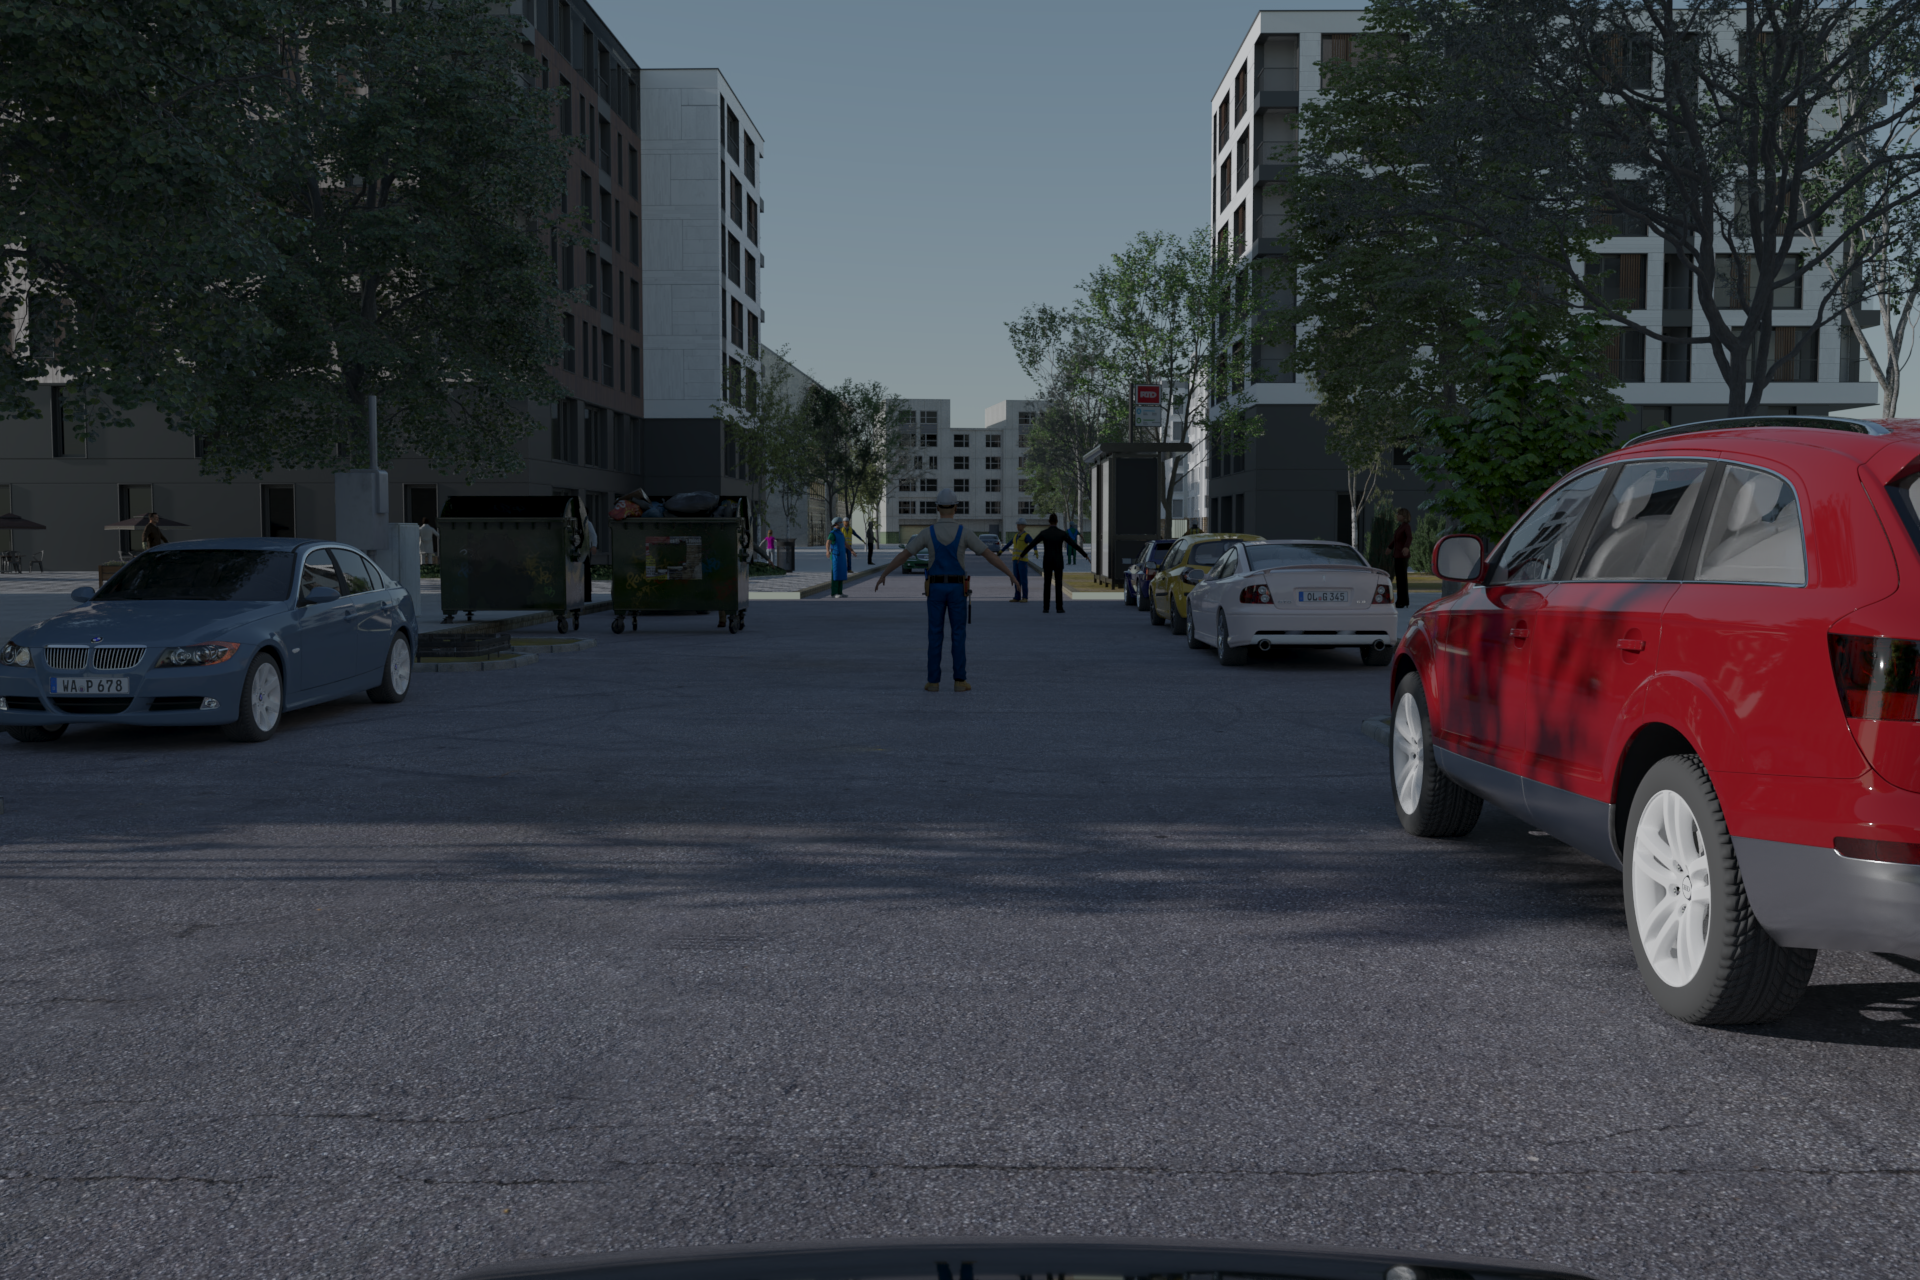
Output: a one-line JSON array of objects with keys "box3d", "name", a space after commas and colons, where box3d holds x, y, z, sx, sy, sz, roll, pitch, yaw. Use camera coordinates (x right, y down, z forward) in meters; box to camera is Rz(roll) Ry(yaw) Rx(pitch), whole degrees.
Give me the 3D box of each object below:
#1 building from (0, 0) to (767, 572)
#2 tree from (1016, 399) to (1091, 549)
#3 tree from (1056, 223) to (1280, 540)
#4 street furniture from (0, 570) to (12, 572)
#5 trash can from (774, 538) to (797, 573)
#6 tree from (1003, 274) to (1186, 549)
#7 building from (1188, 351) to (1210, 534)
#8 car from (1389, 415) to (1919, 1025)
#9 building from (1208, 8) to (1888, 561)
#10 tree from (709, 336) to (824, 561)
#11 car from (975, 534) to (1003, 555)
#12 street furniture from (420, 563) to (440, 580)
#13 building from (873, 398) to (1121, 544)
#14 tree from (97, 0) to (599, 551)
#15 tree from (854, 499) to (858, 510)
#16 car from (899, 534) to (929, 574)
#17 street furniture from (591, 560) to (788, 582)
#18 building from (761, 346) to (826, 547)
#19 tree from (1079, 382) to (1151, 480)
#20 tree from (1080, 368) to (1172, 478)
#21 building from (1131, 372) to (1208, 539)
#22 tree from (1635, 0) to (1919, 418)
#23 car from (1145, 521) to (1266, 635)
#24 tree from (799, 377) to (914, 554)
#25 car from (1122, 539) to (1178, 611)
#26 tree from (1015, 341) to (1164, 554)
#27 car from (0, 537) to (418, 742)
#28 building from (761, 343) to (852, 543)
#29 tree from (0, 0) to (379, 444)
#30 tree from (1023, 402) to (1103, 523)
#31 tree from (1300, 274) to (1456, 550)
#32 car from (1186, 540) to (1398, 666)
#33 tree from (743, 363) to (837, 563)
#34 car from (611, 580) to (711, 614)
[{"box3d": [-24.574, -14.105, 74.588, 27.936, 21.610, 32.646, 0, 4, 2], "name": "building"}, {"box3d": [8.420, -13.848, 144.547, 7.486, 12.596, 7.792, 0, 3, 0], "name": "tree"}, {"box3d": [7.083, -8.138, 58.817, 9.928, 11.665, 9.643, 0, 3, 0], "name": "tree"}, {"box3d": [-31.697, -2.599, 49.341, 11.010, 1.723, 9.812, 2, 4, 25], "name": "street furniture"}, {"box3d": [-5.786, -2.806, 57.523, 0.748, 1.137, 0.748, 0, 3, 0], "name": "trash can"}, {"box3d": [9.839, -16.465, 125.093, 12.611, 20.169, 13.585, 0, 3, 0], "name": "tree"}, {"box3d": [28.896, -19.756, 179.429, 16.016, 20.090, 11.380, 0, 4, 1], "name": "building"}, {"box3d": [3.109, 0.128, 6.586, 2.281, 1.827, 5.304, 0, 4, 1], "name": "car"}, {"box3d": [25.780, -14.686, 84.087, 27.936, 21.610, 32.646, 0, 4, 1], "name": "building"}, {"box3d": [-7.393, -7.038, 65.439, 4.737, 8.622, 4.395, 0, 3, 0], "name": "tree"}, {"box3d": [1.917, -6.446, 117.395, 2.014, 1.417, 4.499, 0, 4, 0], "name": "car"}, {"box3d": [-16.725, -2.134, 50.518, 10.072, 0.657, 5.734, 0, 4, 1], "name": "street furniture"}, {"box3d": [4.745, -22.355, 234.425, 31.486, 18.905, 16.747, -1, 4, -8], "name": "building"}, {"box3d": [-11.748, -7.763, 33.575, 9.857, 13.997, 8.962, 0, 3, 0], "name": "tree"}, {"box3d": [-15.382, -17.223, 231.953, 4.737, 8.622, 4.395, 0, 3, 0], "name": "tree"}, {"box3d": [-1.168, -3.175, 63.709, 2.131, 1.459, 4.920, 0, 4, 1], "name": "car"}, {"box3d": [-8.111, -2.073, 49.523, 5.734, 0.657, 10.072, 0, 4, 8], "name": "street furniture"}, {"box3d": [-24.216, -21.445, 181.555, 19.493, 23.208, 18.063, 0, 4, 1], "name": "building"}, {"box3d": [8.020, -8.118, 83.093, 4.360, 8.622, 3.978, 0, 3, 0], "name": "tree"}, {"box3d": [8.005, -7.700, 76.252, 4.360, 8.622, 3.978, 0, 3, 0], "name": "tree"}, {"box3d": [24.861, -21.142, 202.097, 16.016, 20.090, 11.380, 0, 4, 1], "name": "building"}, {"box3d": [25.399, -11.878, 50.090, 12.611, 20.169, 13.585, 0, 3, 0], "name": "tree"}, {"box3d": [3.851, -0.966, 26.013, 2.015, 1.641, 3.980, 0, 4, 0], "name": "car"}, {"box3d": [-7.201, -11.473, 113.343, 9.928, 11.665, 9.643, 0, 3, 0], "name": "tree"}, {"box3d": [4.163, -1.282, 33.535, 1.945, 1.354, 3.894, 0, 3, 0], "name": "car"}, {"box3d": [8.414, -12.183, 109.563, 12.009, 13.543, 11.850, 0, 3, 0], "name": "tree"}, {"box3d": [-5.624, -0.088, 13.445, 2.014, 1.417, 4.499, 0, 4, 1], "name": "car"}, {"box3d": [-22.808, -22.772, 203.244, 19.493, 23.208, 18.063, 0, 4, 2], "name": "building"}, {"box3d": [-11.225, -6.818, 18.129, 9.857, 13.997, 8.962, 0, 3, 0], "name": "tree"}, {"box3d": [8.720, -12.886, 136.440, 9.928, 11.665, 9.643, 0, 3, 0], "name": "tree"}, {"box3d": [10.687, -5.938, 47.444, 4.360, 8.622, 3.978, 0, 3, 0], "name": "tree"}, {"box3d": [3.769, -0.479, 20.191, 2.083, 1.381, 4.827, 0, 4, 1], "name": "car"}, {"box3d": [-7.728, -7.638, 75.237, 4.360, 8.622, 3.978, 0, 3, 0], "name": "tree"}, {"box3d": [-5.291, -1.365, 32.109, 2.009, 1.686, 4.222, 0, 4, 1], "name": "car"}]
